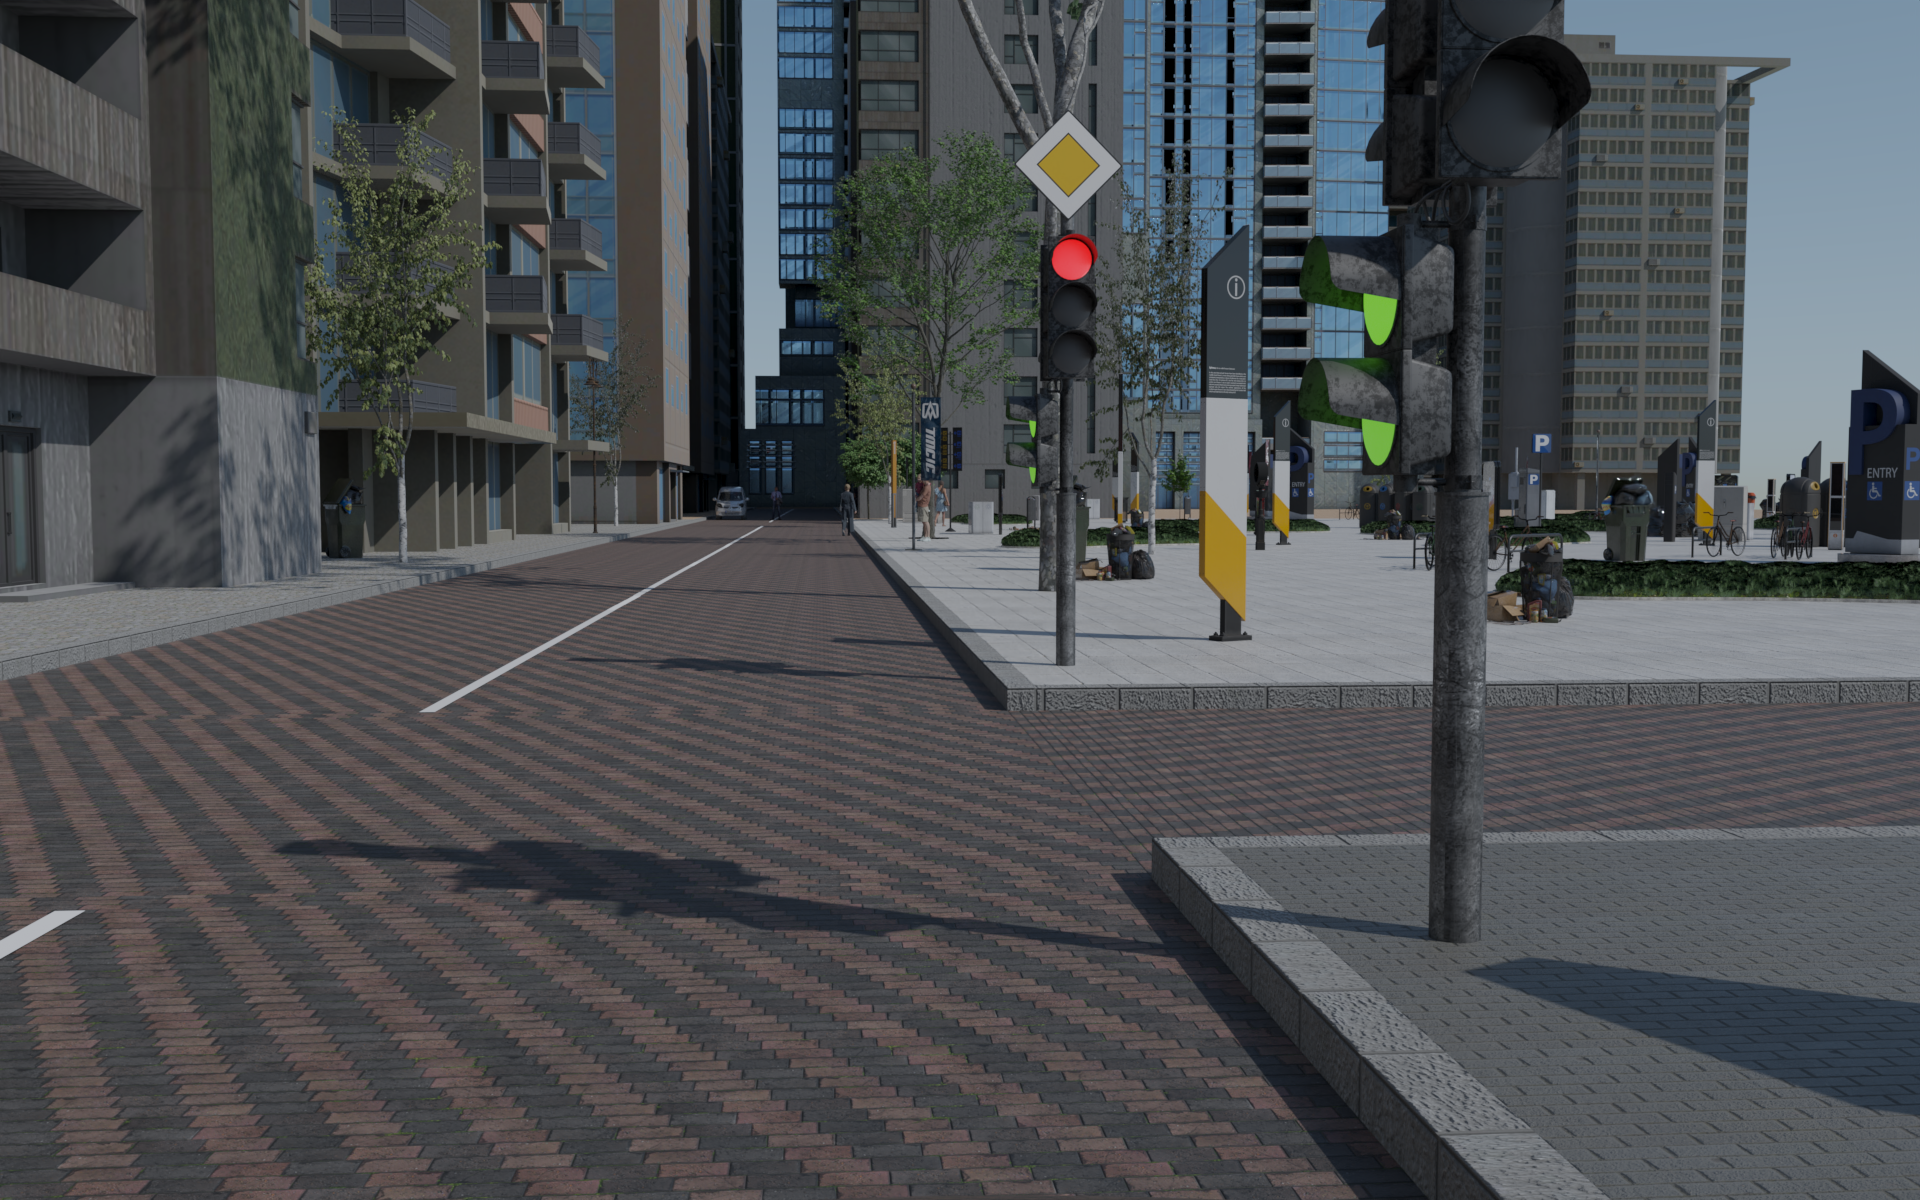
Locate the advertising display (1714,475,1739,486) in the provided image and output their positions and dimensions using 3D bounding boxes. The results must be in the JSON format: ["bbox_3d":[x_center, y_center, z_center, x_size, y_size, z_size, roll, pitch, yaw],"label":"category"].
[{"bbox_3d":[25.595,-3.239,58.170,0.974,1.923,0.123,3,4,38],"label":"advertising display"}]

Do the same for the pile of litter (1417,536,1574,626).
[{"bbox_3d":[5.684,-0.230,17.728,1.719,0.858,1.176,-3,5,-44],"label":"pile of litter"}]

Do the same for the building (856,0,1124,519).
[{"bbox_3d":[1.212,-19.911,97.243,14.160,30.474,14.107,0,4,-5],"label":"building"}]

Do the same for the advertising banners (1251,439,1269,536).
[{"bbox_3d":[9.482,-3.558,54.357,0.090,3.025,2.074,1,4,22],"label":"advertising banners"}]

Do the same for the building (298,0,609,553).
[{"bbox_3d":[-22.230,-24.113,48.867,22.147,44.769,28.867,0,4,-5],"label":"building"}]

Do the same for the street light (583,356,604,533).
[{"bbox_3d":[-11.977,-5.133,56.712,0.468,5.910,1.993,0,4,-5],"label":"street light"}]

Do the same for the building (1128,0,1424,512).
[{"bbox_3d":[24.429,-51.398,153.035,31.000,86.520,22.319,0,4,-5],"label":"building"}]

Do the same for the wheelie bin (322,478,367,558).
[{"bbox_3d":[-12.372,-1.648,34.859,0.980,1.594,0.693,3,5,44],"label":"wheelie bin"}]

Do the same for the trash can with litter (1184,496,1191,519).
[{"bbox_3d":[10.847,-4.241,80.399,1.678,1.210,2.233,3,4,38],"label":"trash can with litter"}]

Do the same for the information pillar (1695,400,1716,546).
[{"bbox_3d":[18.521,-3.159,43.009,0.504,3.616,0.183,-1,4,-14],"label":"information pillar"}]

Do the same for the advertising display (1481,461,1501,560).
[{"bbox_3d":[10.470,-1.773,34.196,0.123,1.923,0.974,0,4,2],"label":"advertising display"}]

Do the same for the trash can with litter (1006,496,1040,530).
[{"bbox_3d":[2.244,-3.109,61.889,1.678,1.210,2.233,2,4,35],"label":"trash can with litter"}]

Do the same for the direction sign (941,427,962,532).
[{"bbox_3d":[-0.326,-4.090,58.861,0.876,3.537,0.379,2,4,25],"label":"direction sign"}]

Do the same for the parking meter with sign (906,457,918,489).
[{"bbox_3d":[-1.641,-5.148,80.431,1.738,3.016,0.543,0,4,-4],"label":"parking meter with sign"}]

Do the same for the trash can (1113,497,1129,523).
[{"bbox_3d":[7.171,-4.005,77.136,0.748,1.137,0.748,0,3,0],"label":"trash can"}]

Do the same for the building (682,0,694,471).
[{"bbox_3d":[-29.815,-31.164,98.774,28.713,52.752,27.495,0,4,-5],"label":"building"}]

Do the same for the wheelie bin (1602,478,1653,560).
[{"bbox_3d":[12.845,-1.551,33.266,0.980,1.594,0.693,-1,4,-14],"label":"wheelie bin"}]

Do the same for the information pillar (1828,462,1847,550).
[{"bbox_3d":[20.033,-2.145,39.563,0.304,2.012,0.304,2,4,33],"label":"information pillar"}]

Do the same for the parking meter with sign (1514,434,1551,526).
[{"bbox_3d":[16.796,-3.349,51.022,0.543,3.016,1.738,0,4,-2],"label":"parking meter with sign"}]

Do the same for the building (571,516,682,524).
[{"bbox_3d":[-19.961,-26.208,78.606,14.600,45.320,14.200,0,4,-5],"label":"building"}]

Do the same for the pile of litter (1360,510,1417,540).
[{"bbox_3d":[12.158,-2.127,48.745,1.719,0.858,1.176,2,4,24],"label":"pile of litter"}]

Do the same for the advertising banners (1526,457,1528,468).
[{"bbox_3d":[26.593,-5.189,81.025,0.090,3.025,2.074,1,4,14],"label":"advertising banners"}]

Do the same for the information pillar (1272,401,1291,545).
[{"bbox_3d":[8.081,-3.190,43.505,0.504,3.616,0.183,-2,4,-29],"label":"information pillar"}]

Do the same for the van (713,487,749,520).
[{"bbox_3d":[-12.774,-5.490,96.777,2.013,2.044,4.112,0,4,-6],"label":"van"}]

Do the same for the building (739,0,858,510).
[{"bbox_3d":[-7.154,-53.059,180.185,31.000,86.520,22.319,0,4,-5],"label":"building"}]

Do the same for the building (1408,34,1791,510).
[{"bbox_3d":[52.732,-28.169,152.446,23.993,40.220,32.217,0,4,-5],"label":"building"}]

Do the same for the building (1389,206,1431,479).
[{"bbox_3d":[50.579,-34.384,185.885,21.600,48.544,21.300,0,4,-5],"label":"building"}]

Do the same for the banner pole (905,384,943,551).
[{"bbox_3d":[-0.824,-3.017,39.346,0.863,3.779,0.401,0,4,-5],"label":"banner pole"}]

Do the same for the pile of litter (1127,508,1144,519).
[{"bbox_3d":[5.498,-2.406,53.311,1.719,0.858,1.176,3,5,40],"label":"pile of litter"}]

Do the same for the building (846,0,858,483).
[{"bbox_3d":[-3.059,-30.967,156.420,14.600,45.320,14.200,0,4,-5],"label":"building"}]

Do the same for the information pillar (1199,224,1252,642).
[{"bbox_3d":[2.303,-1.449,15.041,0.504,3.616,0.183,-2,4,-32],"label":"information pillar"}]

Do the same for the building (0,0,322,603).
[{"bbox_3d":[-16.957,-15.199,20.200,14.160,30.474,14.107,0,4,-5],"label":"building"}]

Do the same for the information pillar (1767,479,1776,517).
[{"bbox_3d":[39.013,-4.819,83.281,0.304,2.012,0.304,3,5,44],"label":"information pillar"}]

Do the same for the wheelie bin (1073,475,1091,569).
[{"bbox_3d":[1.779,-1.297,29.115,0.693,1.594,0.980,-2,4,-28],"label":"wheelie bin"}]

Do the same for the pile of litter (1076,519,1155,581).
[{"bbox_3d":[2.219,-0.739,26.052,1.719,0.858,1.176,-1,4,-21],"label":"pile of litter"}]

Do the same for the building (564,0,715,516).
[{"bbox_3d":[-24.707,-28.792,120.863,14.600,45.320,14.200,0,4,-5],"label":"building"}]

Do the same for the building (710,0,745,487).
[{"bbox_3d":[-33.025,-45.254,178.154,20.611,71.187,20.563,0,4,-5],"label":"building"}]

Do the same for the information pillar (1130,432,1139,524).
[{"bbox_3d":[6.579,-4.519,65.246,0.183,3.616,0.504,-2,4,-25],"label":"information pillar"}]

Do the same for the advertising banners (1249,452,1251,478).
[{"bbox_3d":[11.121,-4.623,71.776,2.074,3.025,0.090,2,4,32],"label":"advertising banners"}]

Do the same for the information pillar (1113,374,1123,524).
[{"bbox_3d":[3.145,-2.605,33.942,0.183,3.616,0.504,0,4,6],"label":"information pillar"}]

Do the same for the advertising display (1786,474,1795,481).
[{"bbox_3d":[26.288,-3.036,54.853,0.123,1.923,0.974,2,4,34],"label":"advertising display"}]

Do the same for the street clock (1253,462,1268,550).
[{"bbox_3d":[6.868,-2.141,39.568,0.358,2.002,0.471,0,4,-4],"label":"street clock"}]

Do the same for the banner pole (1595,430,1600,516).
[{"bbox_3d":[24.723,-4.723,67.231,0.401,3.779,0.863,1,4,23],"label":"banner pole"}]

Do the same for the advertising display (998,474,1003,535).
[{"bbox_3d":[1.286,-3.036,54.847,0.123,1.923,0.974,0,4,3],"label":"advertising display"}]

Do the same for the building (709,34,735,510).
[{"bbox_3d":[-31.346,-27.739,145.422,23.993,40.220,32.217,0,4,-5],"label":"building"}]
